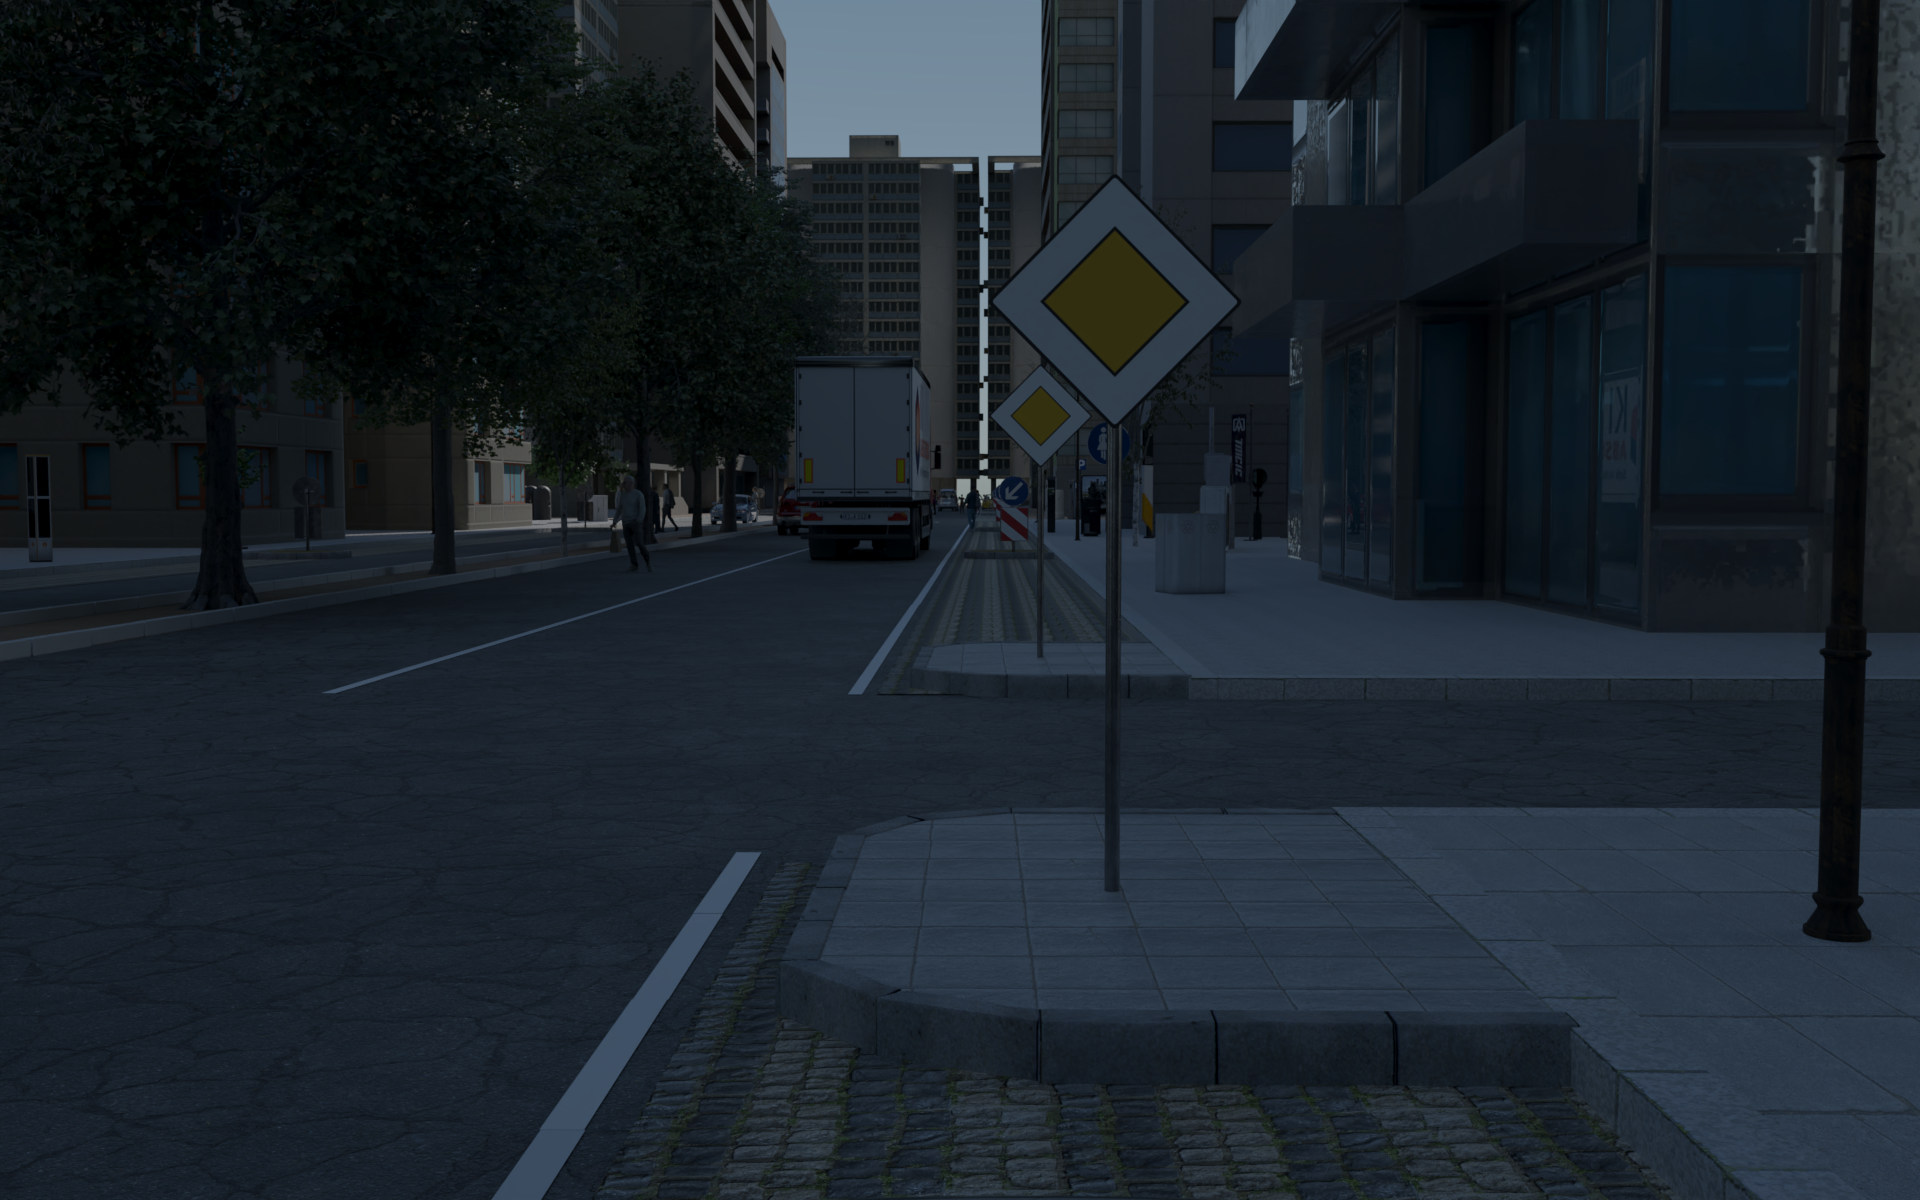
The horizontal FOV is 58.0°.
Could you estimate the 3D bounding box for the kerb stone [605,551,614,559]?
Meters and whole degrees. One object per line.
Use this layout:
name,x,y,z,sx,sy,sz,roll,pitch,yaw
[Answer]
kerb stone,-7.876,-0.988,38.351,0.120,0.150,1.000,0,4,1

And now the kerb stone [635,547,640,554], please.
kerb stone,-7.821,-1.177,41.442,0.120,0.150,1.000,0,4,1

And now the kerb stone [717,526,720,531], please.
kerb stone,-9.480,-2.746,67.099,0.120,0.150,1.000,0,4,1

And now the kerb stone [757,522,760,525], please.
kerb stone,-9.278,-3.436,78.382,0.120,0.150,1.000,0,4,1

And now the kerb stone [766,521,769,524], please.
kerb stone,-9.229,-3.620,81.448,0.120,0.150,1.000,0,4,1

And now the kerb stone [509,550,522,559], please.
kerb stone,-9.973,-0.992,38.408,0.120,0.150,1.000,0,4,1

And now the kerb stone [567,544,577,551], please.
kerb stone,-9.881,-1.300,43.530,0.120,0.150,1.000,0,4,1

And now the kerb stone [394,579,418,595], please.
kerb stone,-8.100,-0.174,25.043,0.120,0.150,1.000,0,4,1

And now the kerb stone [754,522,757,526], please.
kerb stone,-9.306,-3.374,77.354,0.120,0.150,1.000,0,4,1

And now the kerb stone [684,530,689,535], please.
kerb stone,-9.604,-2.303,59.937,0.120,0.150,1.000,0,4,1

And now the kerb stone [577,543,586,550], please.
kerb stone,-9.865,-1.364,44.552,0.120,0.150,1.000,0,4,1

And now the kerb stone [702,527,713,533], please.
kerb stone,-9.511,-2.621,65.047,0.120,0.150,1.000,0,4,1

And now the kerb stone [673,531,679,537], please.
kerb stone,-9.632,-2.182,57.892,0.120,0.150,1.000,0,4,1

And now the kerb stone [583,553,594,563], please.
kerb stone,-7.903,-0.857,36.302,0.120,0.150,1.000,0,4,1

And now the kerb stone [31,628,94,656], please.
kerb stone,-8.255,0.390,15.827,0.120,0.150,1.000,0,4,1

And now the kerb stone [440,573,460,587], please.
kerb stone,-8.069,-0.300,27.097,0.120,0.150,1.000,0,4,1

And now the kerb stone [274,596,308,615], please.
kerb stone,-8.173,0.076,20.951,0.120,0.150,1.000,0,4,1

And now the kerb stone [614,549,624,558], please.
kerb stone,-7.855,-1.050,39.379,0.120,0.150,1.000,0,4,1

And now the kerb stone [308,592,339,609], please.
kerb stone,-8.154,0.014,21.973,0.120,0.150,1.000,0,4,1

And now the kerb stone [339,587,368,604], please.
kerb stone,-8.134,-0.044,22.995,0.120,0.150,1.000,0,4,1

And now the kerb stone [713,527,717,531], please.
kerb stone,-9.496,-2.681,66.071,0.120,0.150,1.000,0,4,1

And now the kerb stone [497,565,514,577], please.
kerb stone,-8.008,-0.487,30.164,0.120,0.150,1.000,0,4,1

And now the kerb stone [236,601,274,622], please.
kerb stone,-8.186,0.141,19.929,0.120,0.150,1.000,0,4,1

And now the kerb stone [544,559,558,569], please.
kerb stone,-7.957,-0.669,33.233,0.120,0.150,1.000,0,4,1

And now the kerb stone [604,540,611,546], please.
kerb stone,-9.813,-1.556,47.631,0.120,0.150,1.000,0,4,1

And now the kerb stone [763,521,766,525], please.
kerb stone,-9.245,-3.561,80.426,0.120,0.150,1.000,0,4,1

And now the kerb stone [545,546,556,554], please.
kerb stone,-9.918,-1.173,41.482,0.120,0.150,1.000,0,4,1

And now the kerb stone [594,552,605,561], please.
kerb stone,-7.887,-0.923,37.329,0.120,0.150,1.000,0,4,1

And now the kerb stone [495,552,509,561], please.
kerb stone,-9.994,-0.926,37.385,0.120,0.150,1.000,0,4,1

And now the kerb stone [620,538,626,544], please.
kerb stone,-9.759,-1.744,50.715,0.120,0.150,1.000,0,4,1

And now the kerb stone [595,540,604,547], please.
kerb stone,-9.833,-1.492,46.609,0.120,0.150,1.000,0,4,1

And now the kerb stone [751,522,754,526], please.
kerb stone,-9.314,-3.307,76.323,0.120,0.150,1.000,0,4,1

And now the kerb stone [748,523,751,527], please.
kerb stone,-9.338,-3.246,75.295,0.120,0.150,1.000,0,4,1

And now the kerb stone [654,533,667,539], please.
kerb stone,-9.669,-2.058,55.847,0.120,0.150,1.000,0,4,1

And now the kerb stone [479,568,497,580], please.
kerb stone,-8.037,-0.422,29.142,0.120,0.150,1.000,0,4,1

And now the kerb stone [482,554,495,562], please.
kerb stone,-10.011,-0.861,36.361,0.120,0.150,1.000,0,4,1

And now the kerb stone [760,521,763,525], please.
kerb stone,-9.262,-3.499,79.404,0.120,0.150,1.000,0,4,1

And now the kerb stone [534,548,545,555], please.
kerb stone,-9.943,-1.116,40.460,0.120,0.150,1.000,0,4,1

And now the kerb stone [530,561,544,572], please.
kerb stone,-7.979,-0.612,32.210,0.120,0.150,1.000,0,4,1

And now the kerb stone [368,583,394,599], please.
kerb stone,-8.119,-0.111,24.017,0.120,0.150,1.000,0,4,1

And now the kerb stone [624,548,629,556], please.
kerb stone,-7.834,-1.112,40.412,0.120,0.150,1.000,0,4,1

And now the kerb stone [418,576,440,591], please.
kerb stone,-8.084,-0.237,26.075,0.120,0.150,1.000,0,4,1

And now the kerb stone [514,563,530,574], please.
kerb stone,-7.991,-0.547,31.188,0.120,0.150,1.000,0,4,1

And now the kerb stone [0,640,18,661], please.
kerb stone,-8.277,0.455,14.800,0.120,0.150,1.000,0,4,1

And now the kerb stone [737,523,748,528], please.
kerb stone,-9.347,-3.185,74.273,0.120,0.150,1.000,0,4,1

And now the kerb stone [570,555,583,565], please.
kerb stone,-7.919,-0.800,35.280,0.120,0.150,1.000,0,4,1

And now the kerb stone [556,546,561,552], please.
kerb stone,-9.899,-1.238,42.508,0.120,0.150,1.000,0,4,1

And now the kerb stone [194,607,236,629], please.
kerb stone,-8.207,0.205,18.901,0.120,0.150,1.000,0,4,1

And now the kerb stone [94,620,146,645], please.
kerb stone,-8.248,0.331,16.857,0.120,0.150,1.000,0,4,1

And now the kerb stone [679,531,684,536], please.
kerb stone,-9.620,-2.246,58.914,0.120,0.150,1.000,0,4,1

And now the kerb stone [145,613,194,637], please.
kerb stone,-8.226,0.264,17.879,0.120,0.150,1.000,0,4,1

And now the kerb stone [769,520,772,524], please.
kerb stone,-9.213,-3.687,82.479,0.120,0.150,1.000,0,4,1

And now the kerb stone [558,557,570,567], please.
kerb stone,-7.939,-0.736,34.258,0.120,0.150,1.000,0,4,1

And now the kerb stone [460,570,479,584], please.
kerb stone,-8.055,-0.360,28.120,0.120,0.150,1.000,0,4,1

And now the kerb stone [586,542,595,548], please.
kerb stone,-9.850,-1.430,45.580,0.120,0.150,1.000,0,4,1

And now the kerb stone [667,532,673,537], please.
kerb stone,-9.656,-2.121,56.869,0.120,0.150,1.000,0,4,1

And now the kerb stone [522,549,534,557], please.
kerb stone,-9.953,-1.050,39.431,0.120,0.150,1.000,0,4,1

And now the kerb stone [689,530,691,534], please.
kerb stone,-9.586,-2.371,60.959,0.120,0.150,1.000,0,4,1
